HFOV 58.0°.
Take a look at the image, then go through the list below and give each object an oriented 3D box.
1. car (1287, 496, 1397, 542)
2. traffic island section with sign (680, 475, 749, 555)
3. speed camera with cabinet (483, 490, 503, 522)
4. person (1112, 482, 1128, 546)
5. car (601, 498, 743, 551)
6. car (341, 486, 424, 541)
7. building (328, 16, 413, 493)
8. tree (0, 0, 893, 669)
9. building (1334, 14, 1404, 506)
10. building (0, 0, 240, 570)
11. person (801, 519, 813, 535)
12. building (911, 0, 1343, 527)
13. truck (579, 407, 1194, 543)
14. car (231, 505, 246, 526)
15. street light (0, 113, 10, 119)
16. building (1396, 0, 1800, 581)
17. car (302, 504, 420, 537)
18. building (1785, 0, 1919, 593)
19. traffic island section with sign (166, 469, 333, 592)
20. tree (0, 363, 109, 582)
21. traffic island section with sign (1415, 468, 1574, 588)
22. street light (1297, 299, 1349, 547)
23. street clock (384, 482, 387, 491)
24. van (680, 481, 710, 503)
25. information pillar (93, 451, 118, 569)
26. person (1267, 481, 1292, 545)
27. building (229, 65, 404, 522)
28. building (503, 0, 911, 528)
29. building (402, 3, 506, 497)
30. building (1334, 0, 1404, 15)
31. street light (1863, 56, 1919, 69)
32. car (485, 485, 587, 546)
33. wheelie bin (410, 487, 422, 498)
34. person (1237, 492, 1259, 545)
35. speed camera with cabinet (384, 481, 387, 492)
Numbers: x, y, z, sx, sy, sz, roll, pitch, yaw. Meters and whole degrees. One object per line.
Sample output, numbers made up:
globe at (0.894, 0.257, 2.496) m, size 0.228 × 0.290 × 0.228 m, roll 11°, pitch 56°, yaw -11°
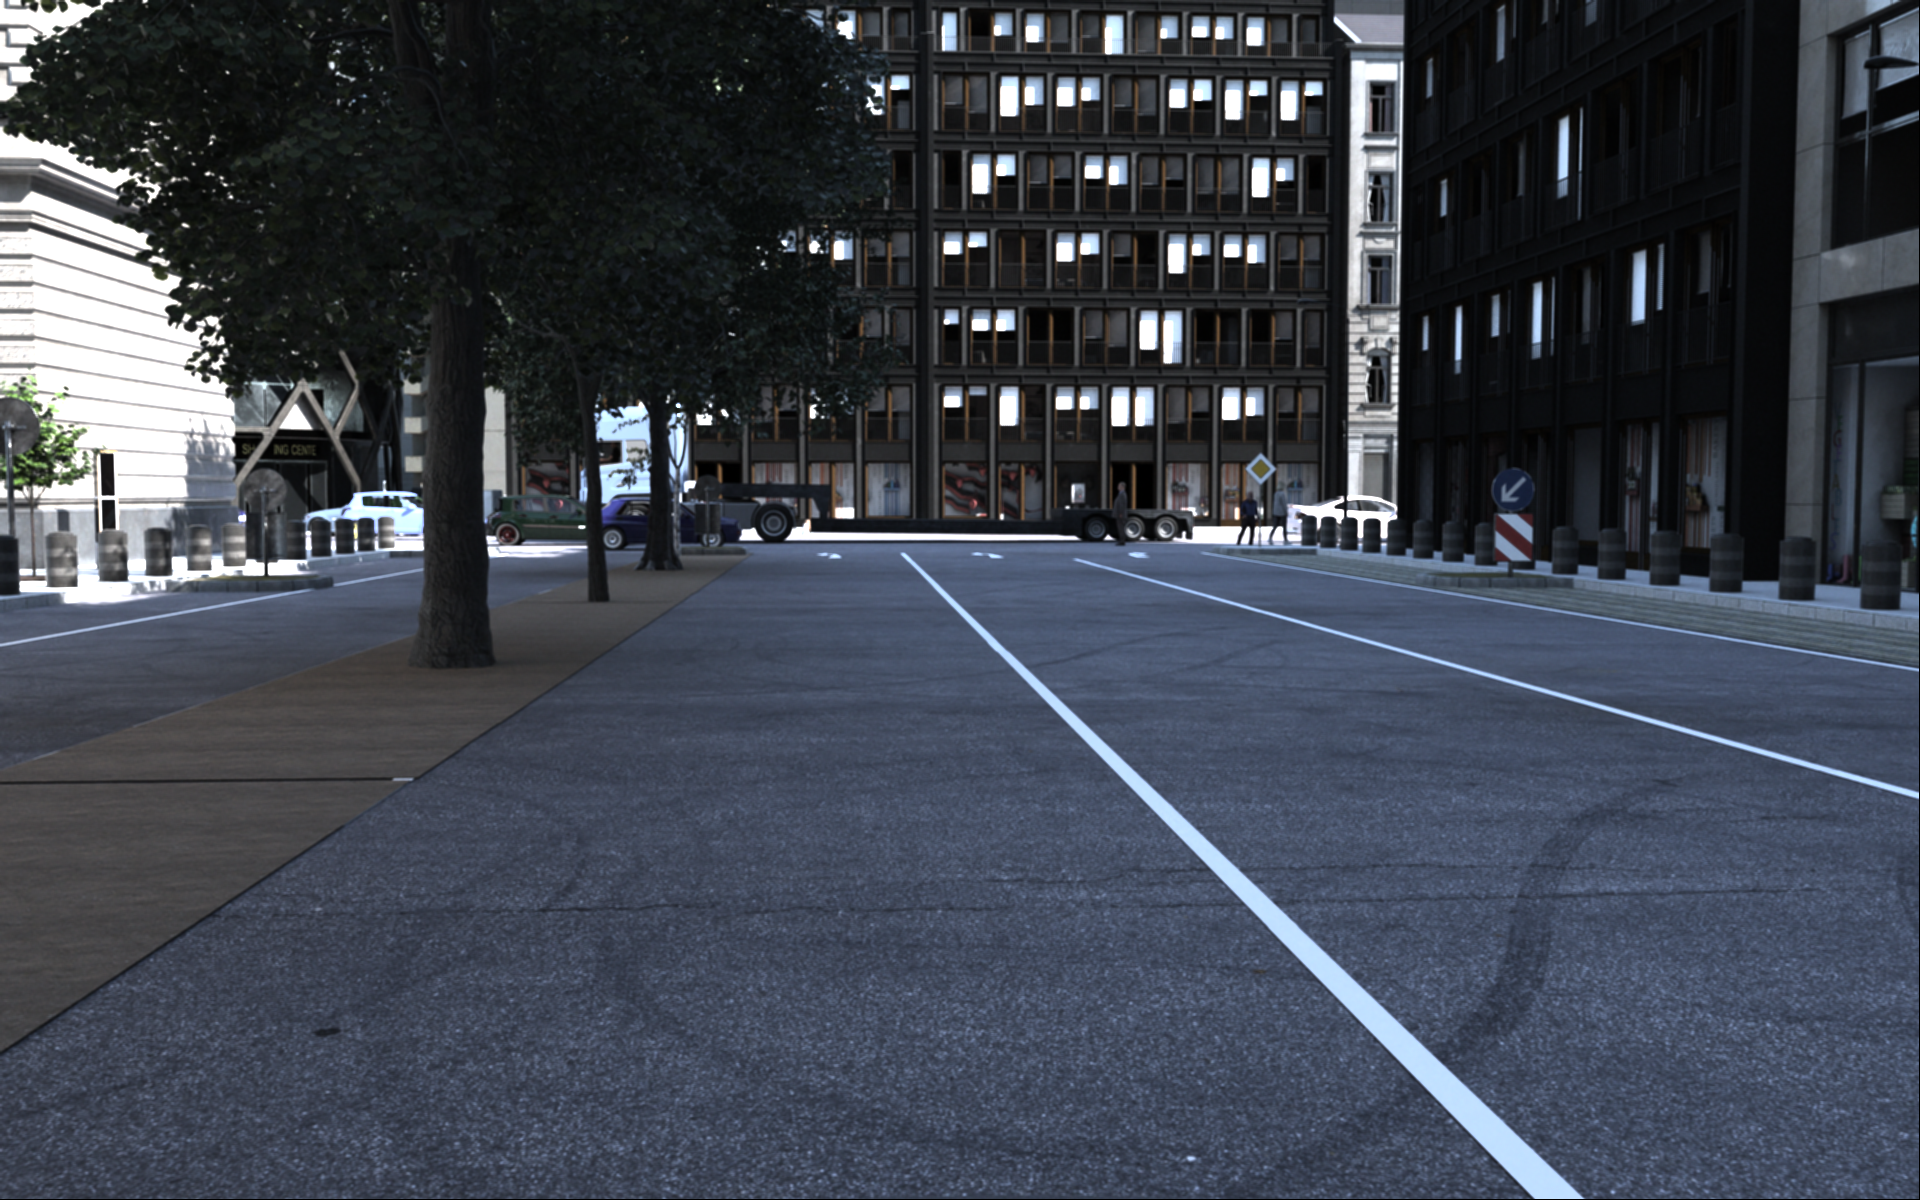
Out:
car at (12.080, -2.383, 51.322) m, size 4.827 × 1.381 × 2.083 m, roll 0°, pitch 4°, yaw -3°
traffic island section with sign at (-6.059, -2.024, 41.234) m, size 2.006 × 1.907 × 1.989 m, roll 0°, pitch 4°, yaw -4°
speed camera with cabinet at (-19.263, -4.592, 69.411) m, size 2.038 × 3.252 × 0.660 m, roll 2°, pitch 4°, yaw 30°
person at (4.453, -2.399, 48.281) m, size 0.434 × 1.755 × 0.990 m, roll 0°, pitch 4°, yaw 7°
car at (-7.587, -1.970, 44.790) m, size 3.894 × 1.354 × 1.945 m, roll 0°, pitch 4°, yaw -6°
car at (-17.362, -2.720, 54.069) m, size 3.694 × 1.707 × 1.945 m, roll 0°, pitch 4°, yaw -4°
building at (-53.537, -39.314, 184.778) m, size 28.212 × 58.520 × 21.231 m, roll 0°, pitch 4°, yaw -4°
tree at (-4.251, -6.423, 14.131) m, size 9.857 × 13.997 × 8.962 m, roll 0°, pitch 3°, yaw 0°
building at (23.526, -13.647, 72.285) m, size 18.267 × 20.994 × 9.793 m, roll 0°, pitch 4°, yaw -4°
building at (-25.067, -12.473, 32.812) m, size 19.941 × 23.489 × 11.050 m, roll 0°, pitch 4°, yaw -4°
person at (-5.366, -2.556, 60.768) m, size 0.381 × 0.543 × 0.357 m, roll 3°, pitch 4°, yaw 37°
building at (6.258, -14.818, 71.956) m, size 15.834 × 23.373 × 12.332 m, roll 0°, pitch 4°, yaw -4°
truck at (-2.470, -3.798, 51.852) m, size 18.799 × 4.110 × 2.967 m, roll 0°, pitch 4°, yaw -6°
car at (-21.405, -2.100, 46.912) m, size 3.894 × 1.354 × 1.945 m, roll 0°, pitch 4°, yaw -5°
street light at (-12.105, -2.960, 20.933) m, size 1.470 × 5.913 × 1.316 m, roll 0°, pitch 4°, yaw -4°
building at (17.052, -12.440, 33.077) m, size 12.332 × 23.373 × 15.834 m, roll 0°, pitch 4°, yaw -4°
car at (-20.034, -2.867, 58.881) m, size 4.499 × 1.417 × 2.014 m, roll 0°, pitch 4°, yaw -3°
building at (22.746, -12.457, 8.192) m, size 19.350 × 26.468 × 34.151 m, roll 0°, pitch 4°, yaw -4°
traffic island section with sign at (-10.682, -1.080, 26.293) m, size 1.989 × 1.847 × 2.006 m, roll 0°, pitch 4°, yaw -4°
tree at (-13.791, -1.896, 25.600) m, size 1.663 × 3.219 × 1.824 m, roll 0°, pitch 3°, yaw 0°
traffic island section with sign at (8.273, -1.134, 27.168) m, size 1.989 × 1.847 × 2.006 m, roll 0°, pitch 4°, yaw -4°
street light at (8.721, -4.215, 41.460) m, size 1.470 × 5.913 × 1.316 m, roll 0°, pitch 4°, yaw -4°
street clock at (-34.405, -6.094, 104.205) m, size 0.471 × 2.002 × 0.358 m, roll 3°, pitch 4°, yaw 37°
van at (-10.018, -2.978, 55.696) m, size 4.112 × 2.044 × 2.013 m, roll 0°, pitch 4°, yaw -4°
information pillar at (-14.564, -1.532, 29.539) m, size 0.304 × 2.012 × 0.304 m, roll -3°, pitch 5°, yaw -41°
person at (9.019, -2.468, 49.037) m, size 0.728 × 1.800 × 0.709 m, roll -1°, pitch 4°, yaw -17°
building at (-31.762, -12.496, 71.768) m, size 16.811 × 18.784 × 16.820 m, roll 0°, pitch 4°, yaw -4°
building at (-9.547, -14.759, 70.991) m, size 15.834 × 23.373 × 12.332 m, roll 0°, pitch 4°, yaw -4°
building at (-33.058, -31.618, 140.652) m, size 21.300 × 48.544 × 21.600 m, roll 0°, pitch 4°, yaw -4°
building at (42.144, -46.070, 191.497) m, size 20.611 × 71.187 × 20.563 m, roll 0°, pitch 4°, yaw -4°
street light at (10.278, -2.815, 18.569) m, size 1.470 × 5.913 × 1.316 m, roll 0°, pitch 4°, yaw -4°
car at (-11.152, -2.367, 48.485) m, size 4.222 × 1.686 × 2.009 m, roll 0°, pitch 4°, yaw -6°
wheelie bin at (-25.599, -4.516, 81.738) m, size 0.980 × 1.594 × 0.693 m, roll 1°, pitch 4°, yaw 12°
person at (7.261, -1.995, 43.816) m, size 0.574 × 1.496 × 0.600 m, roll 1°, pitch 4°, yaw 14°
speed camera with cabinet at (-38.570, -7.370, 114.830) m, size 2.038 × 3.252 × 0.660 m, roll -1°, pitch 4°, yaw -15°
